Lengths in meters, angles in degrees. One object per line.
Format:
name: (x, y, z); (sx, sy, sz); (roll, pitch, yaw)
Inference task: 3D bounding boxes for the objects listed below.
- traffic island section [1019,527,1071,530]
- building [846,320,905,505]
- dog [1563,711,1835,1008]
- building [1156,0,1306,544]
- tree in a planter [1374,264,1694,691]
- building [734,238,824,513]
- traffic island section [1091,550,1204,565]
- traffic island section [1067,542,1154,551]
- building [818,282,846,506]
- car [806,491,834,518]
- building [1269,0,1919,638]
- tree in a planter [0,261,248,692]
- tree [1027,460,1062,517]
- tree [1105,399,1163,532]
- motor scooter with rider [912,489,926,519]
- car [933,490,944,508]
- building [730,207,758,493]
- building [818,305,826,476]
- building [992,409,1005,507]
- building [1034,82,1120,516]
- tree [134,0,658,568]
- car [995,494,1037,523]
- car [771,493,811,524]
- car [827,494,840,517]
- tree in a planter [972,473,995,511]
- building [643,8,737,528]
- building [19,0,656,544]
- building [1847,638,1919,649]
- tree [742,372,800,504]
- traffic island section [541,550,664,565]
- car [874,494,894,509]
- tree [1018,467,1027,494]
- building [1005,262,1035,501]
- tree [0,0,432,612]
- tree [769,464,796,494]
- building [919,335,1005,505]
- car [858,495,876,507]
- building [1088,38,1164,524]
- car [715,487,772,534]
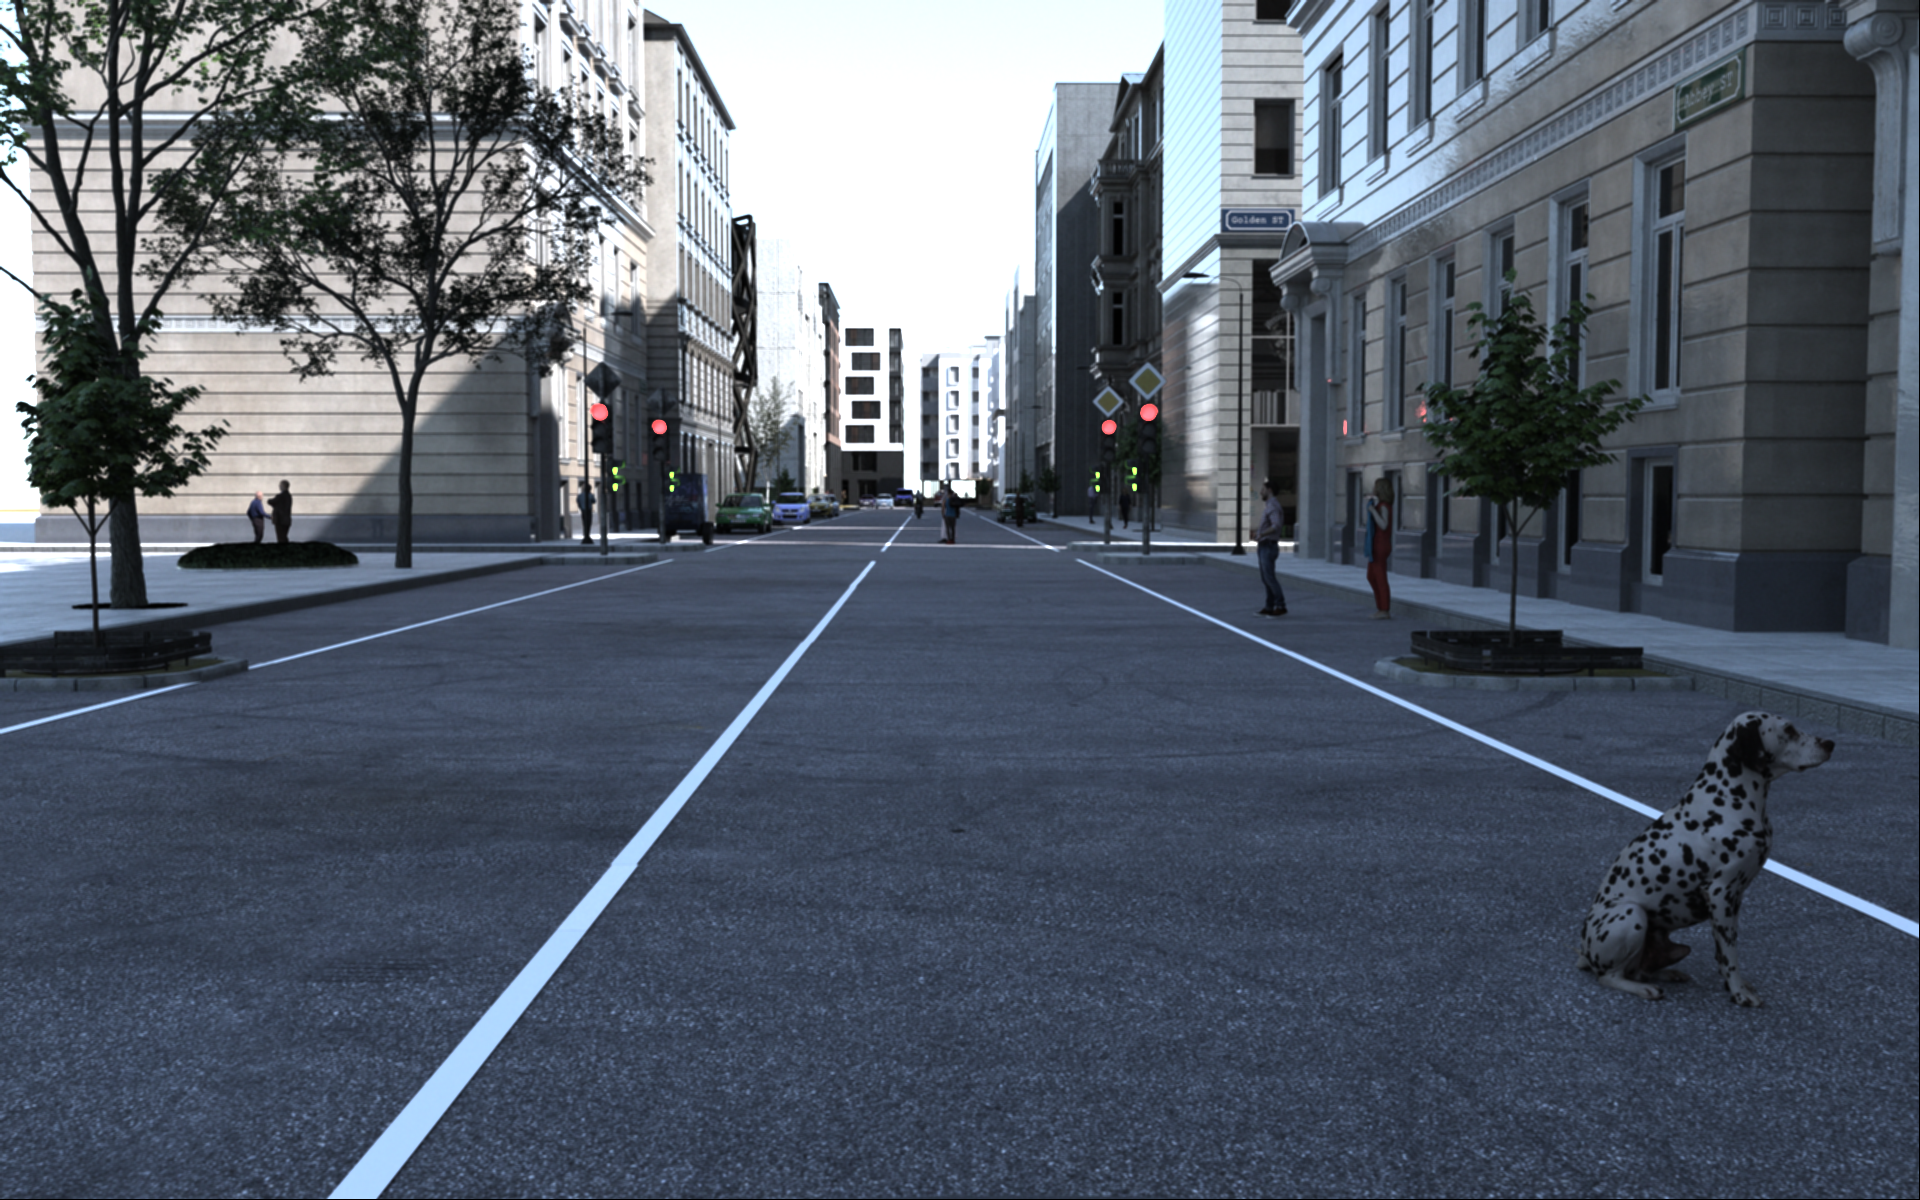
traffic island section: (3.367, -2.834, 69.196); (1.991, 0.108, 1.994); (0, 4, -1)
building: (-23.352, -22.832, 217.274); (32.646, 21.610, 27.936); (0, 4, -1)
dog: (2.067, 0.716, 5.124); (0.513, 0.831, 0.800); (-1, 4, -20)
building: (21.286, -16.643, 49.599); (29.804, 29.767, 11.434); (0, 4, -1)
tree in a planter: (4.341, -0.996, 13.507); (1.991, 3.239, 1.994); (0, 4, -1)
building: (-19.975, -16.449, 135.393); (16.747, 18.905, 31.486); (0, 4, -1)
traffic island section: (3.949, -0.873, 36.552); (2.009, 0.180, 2.903); (0, 4, -1)
traffic island section: (3.808, -1.361, 44.535); (2.009, 0.180, 2.903); (0, 4, -1)
building: (-29.185, -20.597, 180.732); (32.646, 21.610, 27.936); (0, 4, -1)
car: (-8.587, -5.789, 104.880); (2.015, 1.641, 3.980); (0, 4, -1)
building: (13.222, -14.624, 25.006); (13.634, 28.700, 20.117); (0, 4, -1)
tree in a planter: (-6.759, -0.993, 13.456); (1.991, 3.239, 1.994); (0, 4, -1)
tree: (4.916, -6.328, 98.060); (1.663, 3.219, 1.824); (0, 3, 0)
tree: (6.719, -4.642, 59.614); (4.285, 4.588, 4.351); (0, 3, 0)
motor scooter with rider: (-2.388, -5.678, 101.808); (0.876, 1.779, 1.986); (0, 4, 1)
car: (-1.736, -10.850, 186.064); (2.281, 1.827, 5.304); (0, 4, 0)
building: (-19.194, -13.640, 90.463); (16.820, 18.784, 16.811); (0, 4, -1)
building: (-20.201, -18.369, 156.747); (16.016, 20.091, 11.380); (0, 4, -1)
building: (8.213, -13.963, 170.449); (9.099, 9.664, 28.070); (0, 4, -1)
building: (11.329, -17.848, 109.831); (12.078, 24.808, 19.932); (0, 4, -1)
tree: (-9.589, -5.812, 29.433); (8.767, 10.594, 7.601); (-1, 4, -17)
car: (2.857, -4.609, 87.156); (2.131, 1.459, 4.920); (0, 4, -2)
car: (-8.173, -4.560, 84.152); (1.945, 1.707, 3.694); (0, 4, -3)
car: (-8.689, -6.087, 111.530); (2.014, 1.417, 4.499); (0, 4, -3)
tree in a planter: (1.992, -9.146, 146.762); (1.991, 3.239, 1.994); (0, 4, -1)
building: (-15.233, -13.688, 72.956); (9.793, 20.994, 18.267); (0, 4, -1)
building: (-17.494, -16.368, 53.521); (13.634, 28.700, 20.117); (0, 4, -1)
building: (14.263, -13.397, 4.942); (13.634, 28.700, 20.117); (0, 4, -1)
tree: (-11.676, -9.448, 104.839); (4.360, 8.622, 3.978); (0, 3, 0)
traffic island section: (-7.490, -0.861, 36.354); (2.009, 0.180, 2.903); (0, 4, -1)
car: (-7.478, -9.737, 171.207); (2.014, 1.417, 4.499); (0, 4, -1)
tree: (4.556, -7.837, 122.731); (1.663, 3.219, 1.824); (0, 3, 0)
building: (12.680, -16.762, 140.519); (16.747, 18.905, 31.486); (0, 4, -1)
tree: (-9.480, -5.719, 19.262); (9.928, 11.665, 9.643); (0, 3, 0)
tree: (-11.293, -7.192, 112.183); (1.663, 3.219, 1.824); (0, 3, 0)
building: (0.713, -21.741, 211.891); (11.380, 20.091, 16.016); (0, 4, -1)
car: (-10.050, -10.749, 188.321); (1.945, 1.354, 3.894); (0, 4, 1)
building: (13.524, -16.117, 82.593); (14.460, 24.649, 34.723); (0, 4, -1)
car: (-7.905, -3.346, 63.509); (1.959, 1.807, 4.718); (0, 4, -2)
